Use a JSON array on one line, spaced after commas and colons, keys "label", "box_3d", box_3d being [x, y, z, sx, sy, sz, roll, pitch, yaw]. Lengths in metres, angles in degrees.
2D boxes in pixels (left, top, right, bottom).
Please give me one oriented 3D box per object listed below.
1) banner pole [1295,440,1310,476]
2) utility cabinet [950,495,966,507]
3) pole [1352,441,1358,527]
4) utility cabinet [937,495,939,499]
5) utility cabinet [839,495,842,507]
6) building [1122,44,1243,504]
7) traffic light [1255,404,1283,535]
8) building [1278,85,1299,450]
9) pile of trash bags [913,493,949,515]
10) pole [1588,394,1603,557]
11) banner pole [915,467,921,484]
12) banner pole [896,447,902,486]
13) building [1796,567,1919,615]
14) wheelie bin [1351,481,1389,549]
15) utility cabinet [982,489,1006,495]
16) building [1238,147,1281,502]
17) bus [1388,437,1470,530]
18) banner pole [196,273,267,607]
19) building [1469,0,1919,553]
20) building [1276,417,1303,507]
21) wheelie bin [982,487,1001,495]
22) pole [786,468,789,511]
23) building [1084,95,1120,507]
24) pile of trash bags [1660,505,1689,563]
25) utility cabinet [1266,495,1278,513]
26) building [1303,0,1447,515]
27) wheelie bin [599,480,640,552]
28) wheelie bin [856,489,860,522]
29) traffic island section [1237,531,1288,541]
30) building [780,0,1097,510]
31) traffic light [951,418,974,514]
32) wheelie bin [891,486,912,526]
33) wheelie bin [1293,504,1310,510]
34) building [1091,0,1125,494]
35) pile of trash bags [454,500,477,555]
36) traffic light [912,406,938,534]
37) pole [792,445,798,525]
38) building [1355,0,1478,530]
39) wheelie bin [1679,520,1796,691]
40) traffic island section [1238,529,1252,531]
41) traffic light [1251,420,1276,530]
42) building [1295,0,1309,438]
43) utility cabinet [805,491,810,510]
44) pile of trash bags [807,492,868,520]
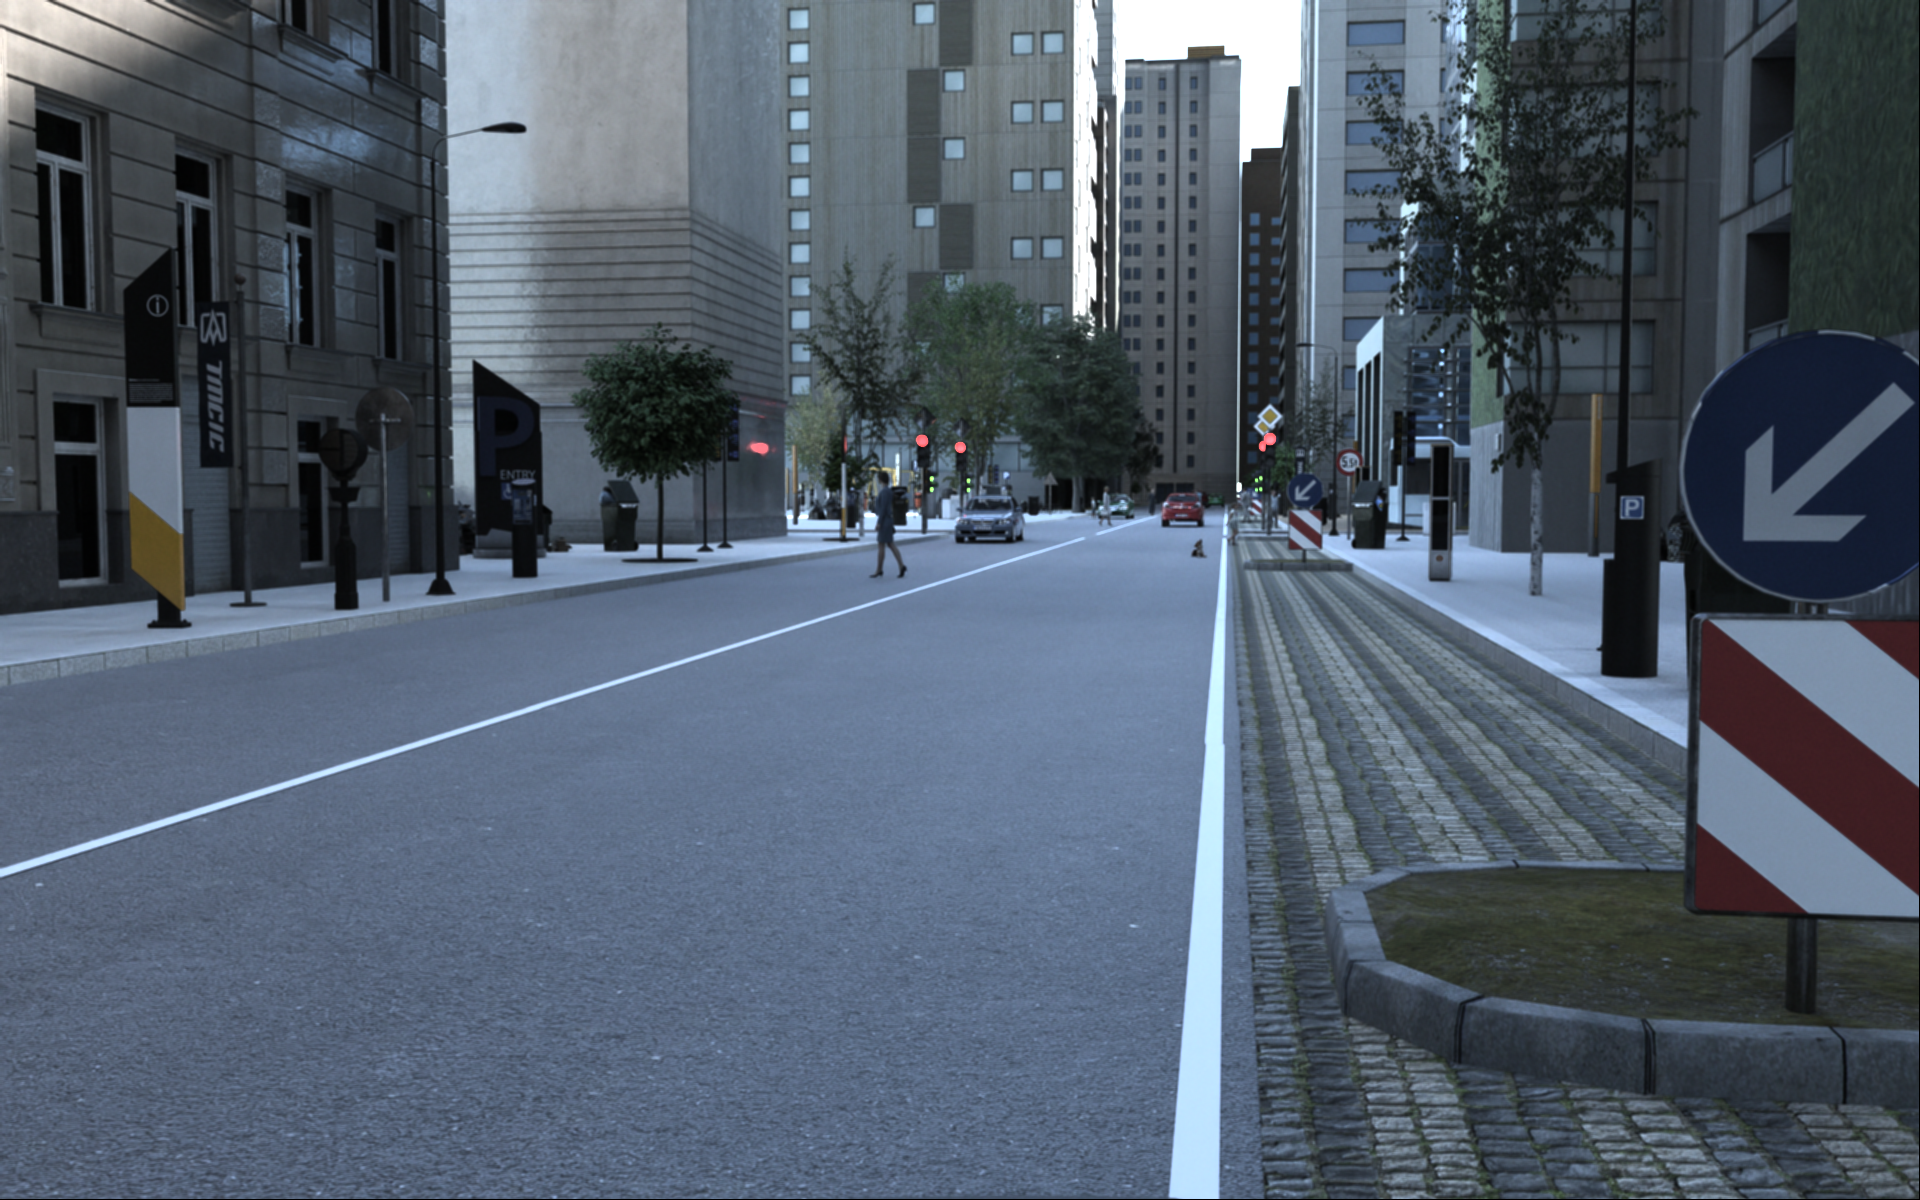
[{"label": "banner pole", "box_3d": [15.968, -5.537, 80.548, 0.863, 3.779, 0.401, 1, 4, 20]}, {"label": "utility cabinet", "box_3d": [-0.123, -6.349, 114.972, 1.020, 1.237, 0.306, 0, 4, 8]}, {"label": "pole", "box_3d": [15.242, -4.464, 66.832, 0.158, 3.312, 0.155, 0, 3, 0]}, {"label": "utility cabinet", "box_3d": [-2.145, -7.556, 134.704, 1.020, 1.237, 0.306, 0, 4, 5]}, {"label": "utility cabinet", "box_3d": [-8.406, -6.815, 122.581, 0.306, 1.237, 1.020, 0, 4, -5]}, {"label": "building", "box_3d": [23.282, -42.232, 232.499, 28.212, 58.520, 21.231, 1, 4, 9]}, {"label": "traffic light", "box_3d": [9.600, -3.971, 53.853, 0.839, 4.253, 0.868, 1, 4, 9]}, {"label": "building", "box_3d": [47.256, -34.982, 195.657, 21.300, 48.544, 21.600, 1, 4, 9]}, {"label": "pile of trash bags", "box_3d": [-1.786, -5.922, 106.571, 1.912, 1.369, 3.447, 2, 4, 33]}, {"label": "pole", "box_3d": [12.977, -2.540, 35.372, 0.158, 3.312, 0.155, 0, 3, 0]}, {"label": "banner pole", "box_3d": [-3.181, -8.646, 131.379, 0.863, 3.779, 0.401, 2, 4, 33]}, {"label": "banner pole", "box_3d": [-3.293, -6.312, 93.222, 0.401, 3.779, 0.863, -2, 4, -25]}, {"label": "building", "box_3d": [17.166, -20.600, 20.412, 14.154, 41.232, 14.086, 1, 4, 9]}, {"label": "wheelie bin", "box_3d": [9.619, -2.005, 40.685, 0.693, 1.594, 0.980, -3, 5, -40]}, {"label": "utility cabinet", "box_3d": [1.440, -4.460, 81.599, 1.173, 1.500, 0.318, 2, 4, 25]}, {"label": "building", "box_3d": [43.658, -35.217, 225.905, 14.200, 45.320, 14.600, 1, 4, 9]}, {"label": "bus", "box_3d": [20.696, -3.718, 55.650, 13.247, 3.499, 2.948, 0, 4, 7]}, {"label": "banner pole", "box_3d": [-8.388, -1.824, 19.838, 0.863, 3.779, 0.401, 1, 4, 19]}, {"label": "building", "box_3d": [19.809, -21.940, 42.309, 14.154, 41.232, 14.086, 1, 4, 9]}, {"label": "building", "box_3d": [42.603, -45.020, 174.332, 20.563, 71.187, 20.611, 1, 4, 9]}, {"label": "wheelie bin", "box_3d": [1.404, -4.102, 74.974, 0.980, 1.594, 0.693, -1, 4, -9]}, {"label": "pole", "box_3d": [-13.434, -8.622, 134.820, 0.158, 3.312, 0.155, 0, 3, 0]}, {"label": "building", "box_3d": [8.465, -29.959, 173.431, 14.154, 41.232, 14.086, 1, 4, 9]}, {"label": "pile of trash bags", "box_3d": [14.681, -1.444, 33.356, 3.447, 1.369, 1.912, -1, 4, -13]}, {"label": "utility cabinet", "box_3d": [21.312, -6.541, 118.106, 0.306, 1.237, 1.020, -2, 4, -25]}, {"label": "building", "box_3d": [34.548, -35.286, 118.932, 21.231, 58.520, 28.212, 1, 4, 9]}, {"label": "wheelie bin", "box_3d": [-7.669, -1.891, 38.825, 0.693, 1.594, 0.980, 3, 4, 36]}, {"label": "wheelie bin", "box_3d": [-4.728, -4.306, 78.318, 0.693, 1.594, 0.980, 2, 4, 33]}, {"label": "traffic island section", "box_3d": [9.638, -1.938, 53.961, 2.009, 0.180, 2.903, 1, 4, 9]}, {"label": "building", "box_3d": [-2.157, -34.504, 153.386, 28.713, 52.752, 27.495, 1, 4, 9]}, {"label": "traffic light", "box_3d": [0.080, -4.554, 63.379, 0.839, 4.253, 0.868, 1, 4, 9]}, {"label": "wheelie bin", "box_3d": [-2.452, -3.833, 70.577, 0.980, 1.594, 0.693, 0, 4, -5]}, {"label": "wheelie bin", "box_3d": [14.589, -4.033, 73.851, 0.693, 1.594, 0.980, -1, 4, -10]}, {"label": "building", "box_3d": [8.248, -46.685, 201.559, 20.611, 71.187, 20.563, 1, 4, 9]}, {"label": "pile of trash bags", "box_3d": [-11.881, -1.677, 37.168, 3.447, 1.369, 1.912, 1, 4, 23]}, {"label": "traffic light", "box_3d": [-1.137, -4.071, 55.486, 0.839, 4.253, 0.868, 1, 4, 9]}, {"label": "pole", "box_3d": [-6.882, -4.797, 72.269, 0.158, 3.312, 0.155, 0, 3, 0]}, {"label": "building", "box_3d": [32.234, -46.242, 68.725, 31.000, 86.520, 22.319, 1, 4, 9]}, {"label": "wheelie bin", "box_3d": [4.935, -0.187, 10.971, 0.693, 1.594, 0.980, 1, 4, 12]}, {"label": "traffic island section", "box_3d": [10.855, -2.420, 61.853, 2.009, 0.180, 2.903, 1, 4, 9]}, {"label": "traffic light", "box_3d": [10.817, -4.454, 61.745, 0.839, 4.253, 0.868, 1, 4, 9]}, {"label": "building", "box_3d": [43.420, -34.306, 150.145, 28.713, 52.752, 27.495, 1, 4, 9]}, {"label": "utility cabinet", "box_3d": [-12.057, -7.812, 136.405, 0.318, 1.500, 1.173, -1, 4, -12]}, {"label": "pile of trash bags", "box_3d": [-5.866, -4.675, 86.184, 1.912, 1.369, 3.447, 3, 5, 41]}]
